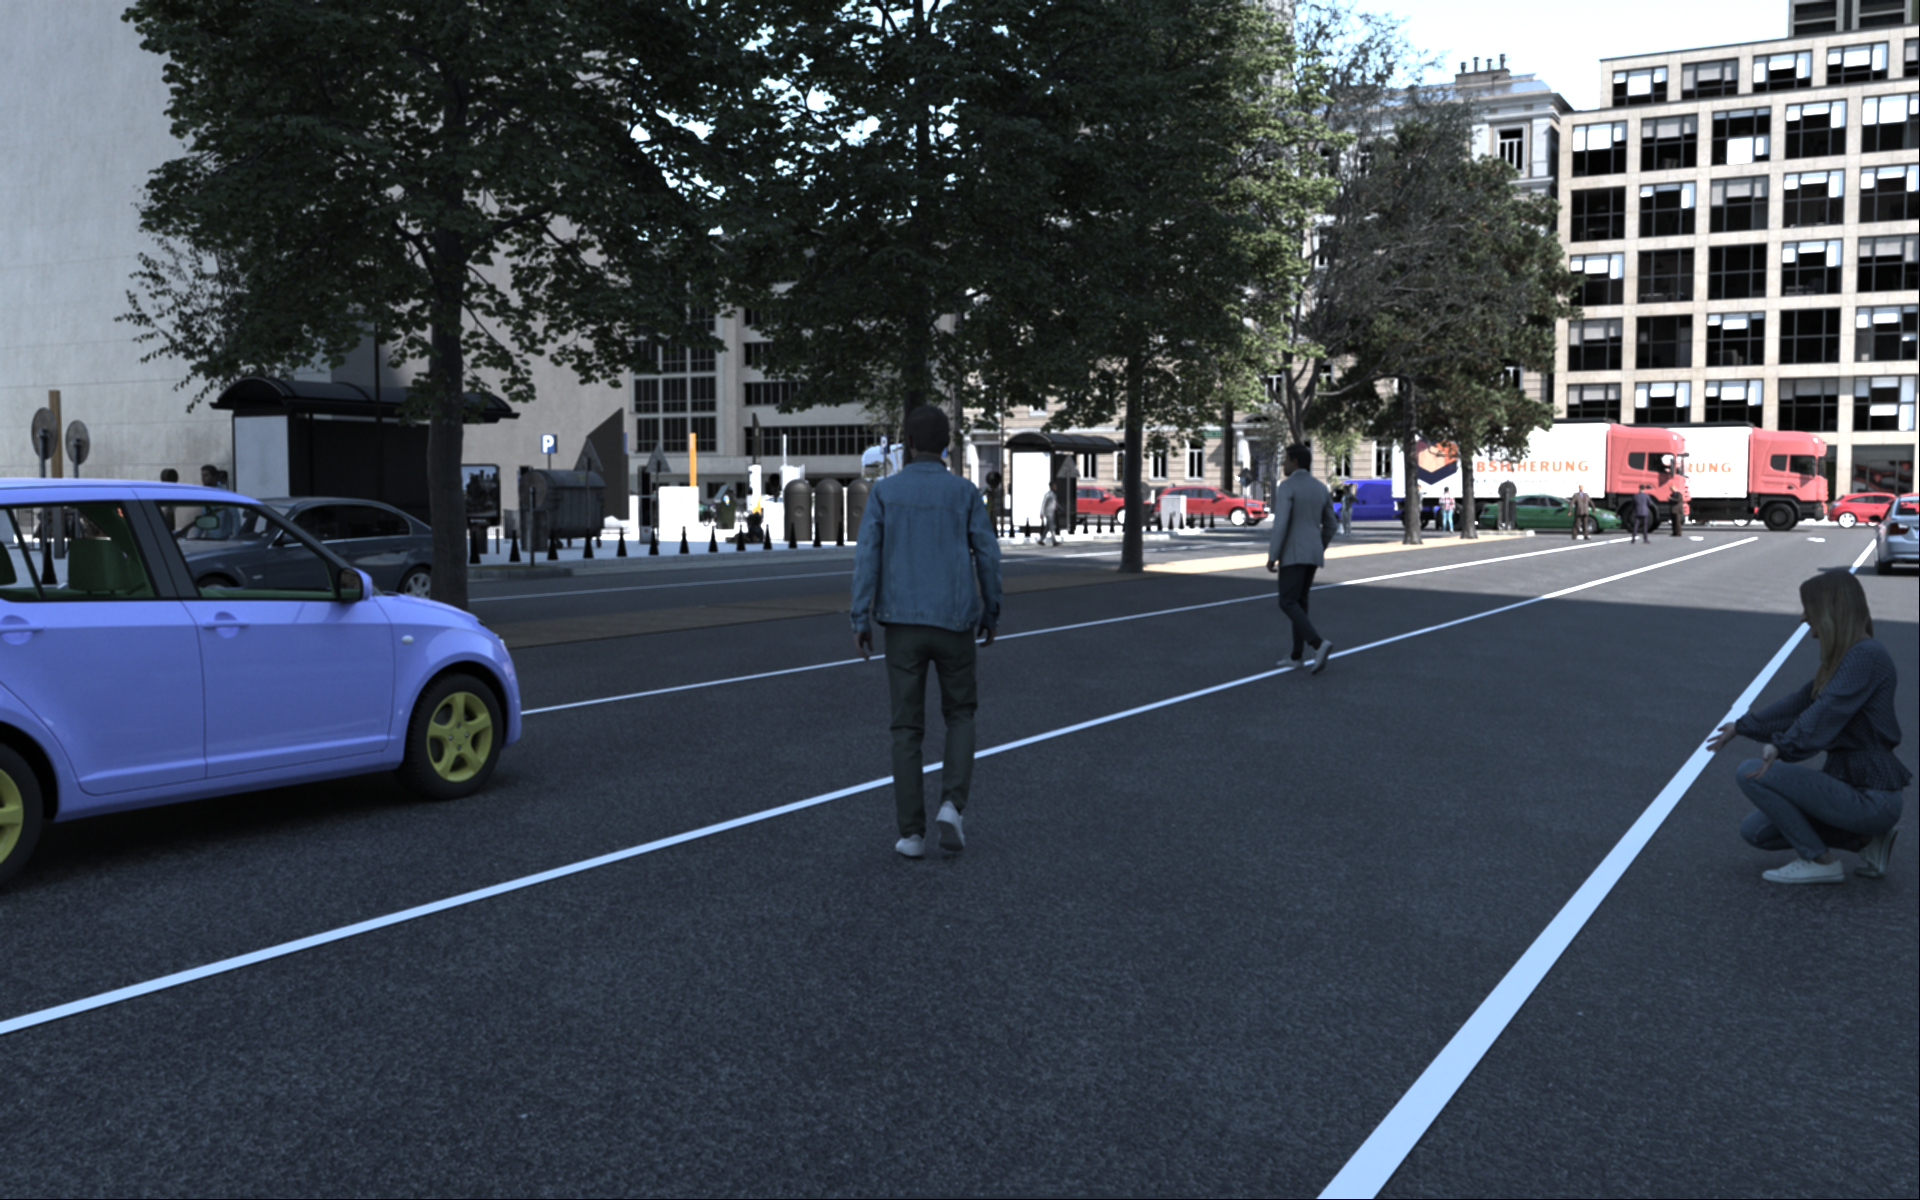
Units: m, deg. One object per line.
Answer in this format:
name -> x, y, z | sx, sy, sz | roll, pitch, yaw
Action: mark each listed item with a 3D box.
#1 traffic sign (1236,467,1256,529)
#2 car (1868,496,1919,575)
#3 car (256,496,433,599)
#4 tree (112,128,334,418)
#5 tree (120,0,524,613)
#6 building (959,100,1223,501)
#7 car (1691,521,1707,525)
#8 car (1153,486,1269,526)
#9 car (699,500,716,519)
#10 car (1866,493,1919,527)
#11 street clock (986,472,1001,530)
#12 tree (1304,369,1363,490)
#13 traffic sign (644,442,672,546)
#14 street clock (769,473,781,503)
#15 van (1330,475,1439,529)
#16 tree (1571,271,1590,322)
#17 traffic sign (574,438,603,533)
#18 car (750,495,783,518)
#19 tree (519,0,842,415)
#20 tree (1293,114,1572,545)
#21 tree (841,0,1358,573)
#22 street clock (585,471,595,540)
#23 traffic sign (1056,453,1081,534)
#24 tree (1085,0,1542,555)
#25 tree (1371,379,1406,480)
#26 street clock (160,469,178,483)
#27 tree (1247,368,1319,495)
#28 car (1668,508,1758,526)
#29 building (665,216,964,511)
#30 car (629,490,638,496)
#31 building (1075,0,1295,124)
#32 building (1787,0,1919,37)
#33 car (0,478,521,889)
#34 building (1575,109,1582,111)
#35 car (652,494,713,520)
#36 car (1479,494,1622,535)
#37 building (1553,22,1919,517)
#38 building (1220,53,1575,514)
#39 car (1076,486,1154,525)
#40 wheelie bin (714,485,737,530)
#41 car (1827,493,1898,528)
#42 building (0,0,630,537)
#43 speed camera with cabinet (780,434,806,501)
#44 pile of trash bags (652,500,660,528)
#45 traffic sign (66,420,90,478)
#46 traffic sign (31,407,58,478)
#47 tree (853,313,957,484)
traffic sign -> 10.563, -3.695, 64.053 | 0.795, 2.450, 0.064 | 2, 4, 29
car -> 17.730, -1.202, 31.653 | 2.014, 1.417, 4.499 | 2, 4, 27
car -> -7.393, -0.410, 18.711 | 2.014, 1.417, 4.499 | 2, 4, 27
tree -> -14.252, -5.144, 34.462 | 4.360, 8.622, 3.978 | 0, 3, 0
tree -> -4.922, -5.901, 17.063 | 7.486, 12.596, 7.792 | 0, 3, 0
building -> 11.611, -20.518, 121.371 | 20.117, 28.700, 13.634 | 2, 4, 29
car -> 33.499, -4.467, 81.836 | 4.718, 1.807, 1.959 | 2, 4, 29
car -> 11.436, -4.291, 78.823 | 5.304, 1.827, 2.281 | 2, 4, 28
car -> -16.062, -5.441, 101.539 | 3.894, 1.354, 1.945 | 2, 4, 29
car -> 41.825, -4.123, 76.447 | 4.494, 1.783, 2.155 | 2, 4, 30
street clock -> 1.081, -3.133, 55.789 | 0.471, 2.002, 0.358 | -3, 4, -36
tree -> 22.032, -9.294, 102.319 | 4.737, 8.622, 4.395 | 0, 3, 0
traffic sign -> -7.530, -2.636, 43.096 | 0.884, 2.594, 0.081 | 2, 4, 32
street clock -> -6.413, -3.417, 60.438 | 0.471, 2.002, 0.358 | 1, 4, 18
van -> 17.349, -4.145, 72.153 | 5.245, 2.365, 2.240 | 2, 4, 28
tree -> 15.975, -7.941, 54.344 | 6.751, 12.117, 7.091 | 0, 3, 0
traffic sign -> -8.604, -2.448, 40.028 | 0.884, 2.594, 0.081 | 2, 4, 30
car -> -10.305, -5.595, 103.843 | 4.827, 1.381, 2.083 | 2, 4, 27
tree -> -0.533, -6.336, 24.186 | 7.486, 12.596, 7.792 | 0, 3, 0
tree -> 12.636, -7.576, 48.372 | 6.751, 12.117, 7.091 | 0, 3, 0
tree -> 3.220, -6.776, 31.377 | 7.486, 12.596, 7.792 | 0, 3, 0
street clock -> -10.356, -2.672, 48.250 | 0.471, 2.002, 0.358 | -1, 4, -12
traffic sign -> 3.442, -3.368, 55.075 | 0.884, 2.594, 0.081 | 2, 4, 30
tree -> 7.879, -7.779, 40.008 | 12.009, 13.543, 11.850 | 0, 3, 0
tree -> 24.636, -8.953, 96.747 | 4.360, 8.622, 3.978 | 0, 3, 0
street clock -> -22.669, -2.761, 49.705 | 0.358, 2.002, 0.471 | 1, 4, 15
tree -> 18.217, -9.071, 98.672 | 4.360, 8.622, 3.978 | 0, 3, 0
car -> 33.813, -4.236, 78.300 | 4.494, 1.783, 2.155 | 2, 4, 28
building -> -10.378, -19.234, 133.550 | 30.058, 24.678, 14.314 | 2, 4, 29
car -> -22.108, -6.345, 112.413 | 5.304, 1.827, 2.281 | 2, 4, 28
building -> 27.293, -47.034, 207.256 | 20.611, 71.187, 20.563 | 2, 4, 29
building -> 126.859, -49.191, 242.525 | 20.611, 71.187, 20.563 | 2, 4, 29
car -> -3.585, 0.127, 7.517 | 1.945, 1.707, 3.694 | 2, 4, 28
building -> 93.077, -43.999, 261.383 | 28.212, 58.520, 21.231 | 2, 4, 29
car -> -15.906, -5.132, 95.712 | 4.920, 1.459, 2.131 | 2, 4, 27
car -> 21.378, -3.118, 62.770 | 4.920, 1.459, 2.131 | 2, 4, 30
building -> 54.096, -18.114, 100.678 | 34.151, 26.468, 19.350 | 2, 4, 29
building -> 28.910, -19.890, 111.099 | 20.117, 28.700, 13.634 | 2, 4, 29
car -> 6.538, -4.438, 81.236 | 5.304, 1.827, 2.281 | 2, 4, 27
wheelie bin -> -8.393, -3.311, 62.045 | 0.693, 1.594, 0.980 | -2, 4, -33
car -> 38.990, -3.904, 72.872 | 4.494, 1.783, 2.155 | 2, 4, 28
building -> -26.854, -14.744, 60.139 | 30.058, 24.678, 14.314 | 2, 4, 29
speed camera with cabinet -> -5.529, -3.822, 56.827 | 0.660, 3.252, 2.038 | -1, 4, -8
pile of trash bags -> -12.164, -3.395, 65.256 | 1.912, 1.369, 3.447 | 2, 4, 25
traffic sign -> -15.248, -1.822, 29.898 | 0.768, 2.556, 0.104 | 2, 4, 35
traffic sign -> -13.511, -1.555, 25.530 | 0.768, 2.556, 0.104 | 3, 4, 37
tree -> -2.129, -6.933, 63.723 | 4.360, 8.622, 3.978 | 0, 3, 0
